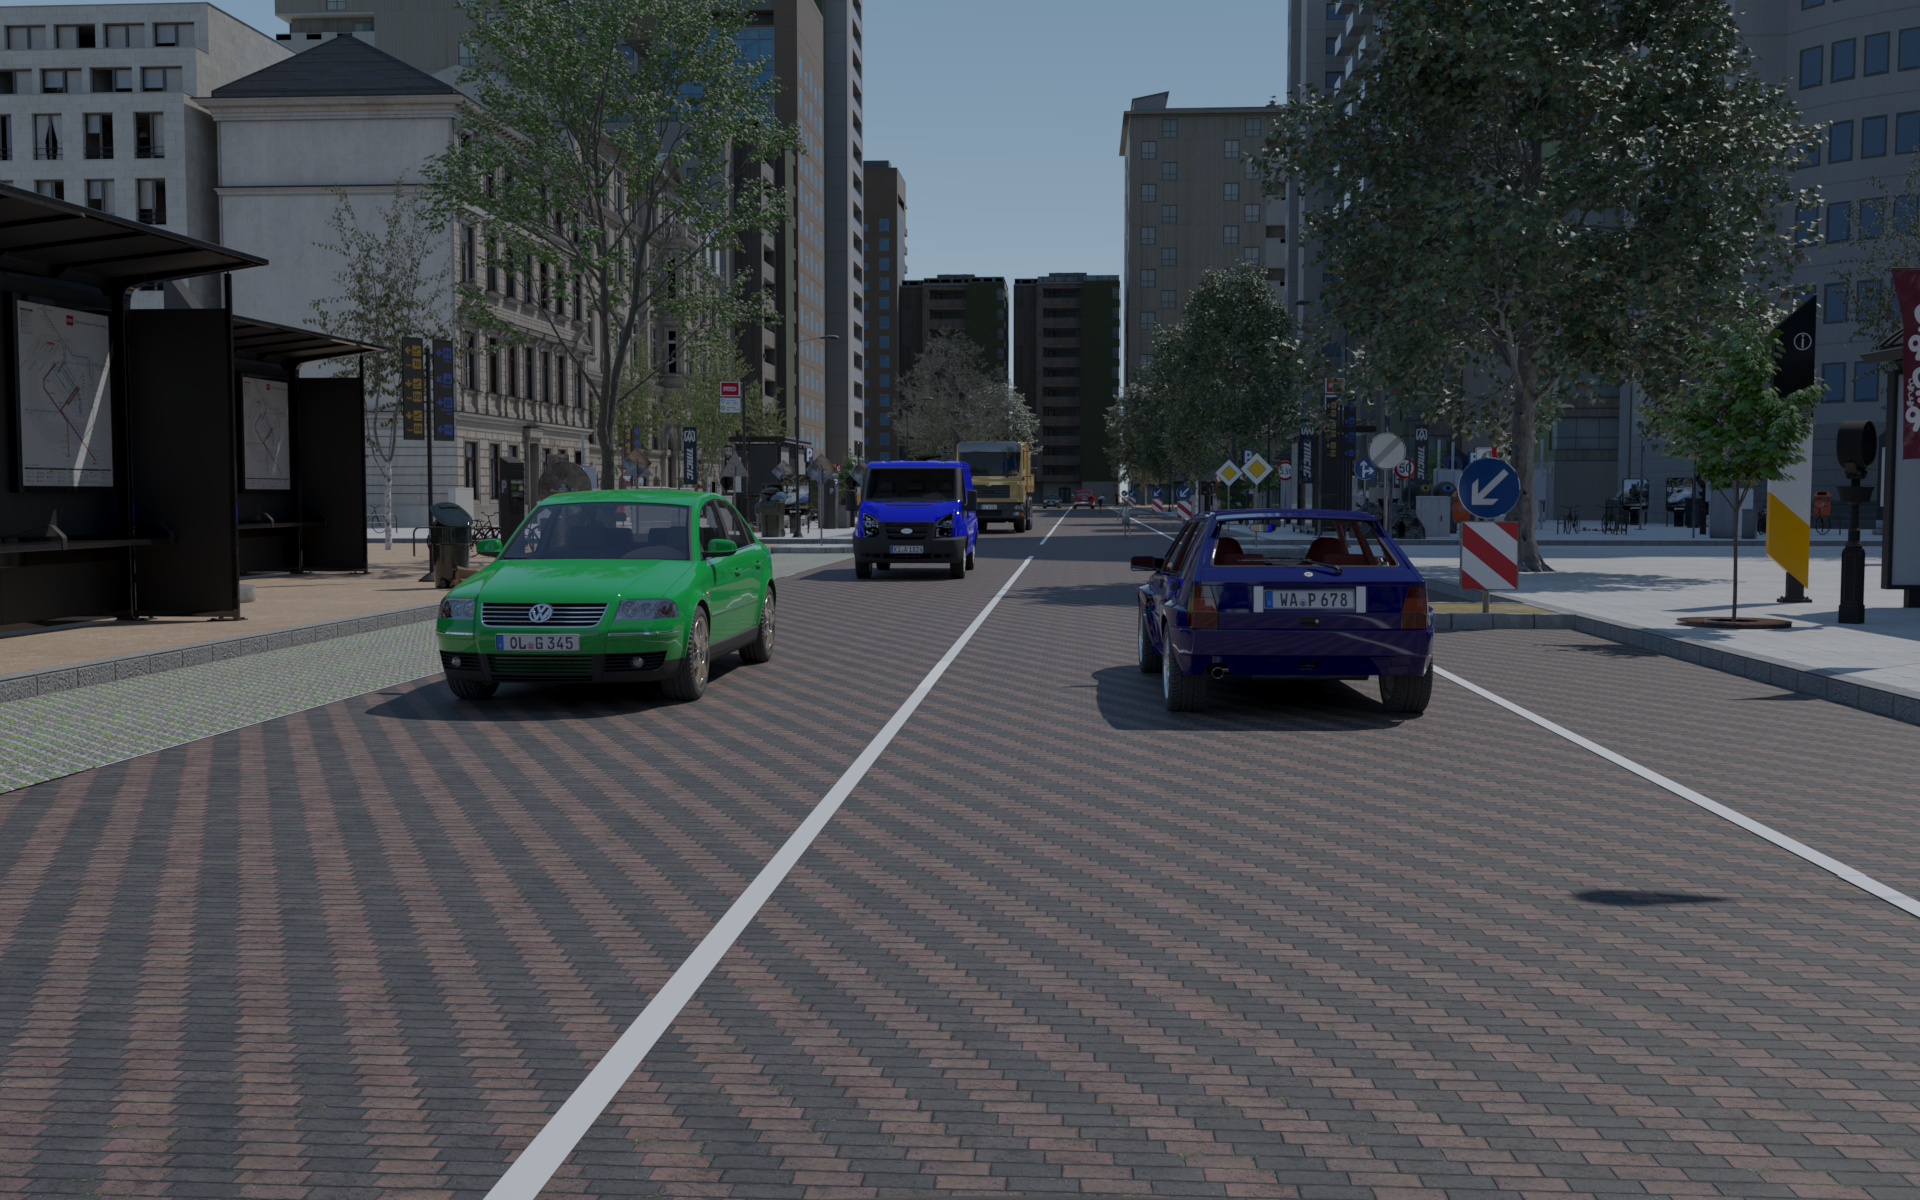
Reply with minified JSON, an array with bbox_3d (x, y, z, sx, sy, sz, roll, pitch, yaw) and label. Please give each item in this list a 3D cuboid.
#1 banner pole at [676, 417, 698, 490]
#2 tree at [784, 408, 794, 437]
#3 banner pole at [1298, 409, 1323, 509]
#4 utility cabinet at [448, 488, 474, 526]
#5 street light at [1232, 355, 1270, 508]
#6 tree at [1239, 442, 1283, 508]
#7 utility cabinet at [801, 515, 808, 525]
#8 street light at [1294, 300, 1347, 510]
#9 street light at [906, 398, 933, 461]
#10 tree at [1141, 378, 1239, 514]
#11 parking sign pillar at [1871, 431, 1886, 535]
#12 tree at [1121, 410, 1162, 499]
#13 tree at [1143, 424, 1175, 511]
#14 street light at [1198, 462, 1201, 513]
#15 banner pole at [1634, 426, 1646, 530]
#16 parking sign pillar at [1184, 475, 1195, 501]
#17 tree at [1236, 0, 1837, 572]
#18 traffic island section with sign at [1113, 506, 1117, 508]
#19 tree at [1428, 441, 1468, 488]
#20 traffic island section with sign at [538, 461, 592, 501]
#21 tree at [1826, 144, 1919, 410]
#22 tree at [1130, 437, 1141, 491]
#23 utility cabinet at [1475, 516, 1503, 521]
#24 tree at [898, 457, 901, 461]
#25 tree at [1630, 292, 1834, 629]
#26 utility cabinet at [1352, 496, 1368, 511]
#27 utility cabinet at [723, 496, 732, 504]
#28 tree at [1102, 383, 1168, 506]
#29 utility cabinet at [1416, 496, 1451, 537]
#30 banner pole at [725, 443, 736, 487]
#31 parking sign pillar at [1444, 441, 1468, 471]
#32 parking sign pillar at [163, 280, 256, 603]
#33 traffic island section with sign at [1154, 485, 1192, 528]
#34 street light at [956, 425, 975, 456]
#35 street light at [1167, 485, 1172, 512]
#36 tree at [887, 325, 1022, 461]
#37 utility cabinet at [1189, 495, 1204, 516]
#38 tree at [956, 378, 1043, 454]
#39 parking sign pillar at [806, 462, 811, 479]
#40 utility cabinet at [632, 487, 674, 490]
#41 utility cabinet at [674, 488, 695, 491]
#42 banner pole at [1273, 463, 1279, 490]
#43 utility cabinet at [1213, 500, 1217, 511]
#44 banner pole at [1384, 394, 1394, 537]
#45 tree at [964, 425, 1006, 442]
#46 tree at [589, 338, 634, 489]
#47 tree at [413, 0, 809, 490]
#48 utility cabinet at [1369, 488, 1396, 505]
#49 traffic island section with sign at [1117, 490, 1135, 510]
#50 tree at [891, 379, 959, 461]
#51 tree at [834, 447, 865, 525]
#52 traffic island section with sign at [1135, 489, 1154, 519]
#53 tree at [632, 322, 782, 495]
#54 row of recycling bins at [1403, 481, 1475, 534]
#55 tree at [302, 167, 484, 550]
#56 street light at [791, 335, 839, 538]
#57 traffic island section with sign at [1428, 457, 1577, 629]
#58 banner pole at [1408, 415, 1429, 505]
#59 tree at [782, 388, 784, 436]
[{"bbox_3d":[-8.955,-4.067,56.512,0.863,3.779,0.401,-2,4,-29],"label":"banner pole"},{"bbox_3d":[-12.590,-9.896,112.168,4.737,8.622,4.395,0,3,0],"label":"tree"},{"bbox_3d":[10.266,-3.696,50.453,0.863,3.779,0.401,0,4,-6],"label":"banner pole"},{"bbox_3d":[-17.517,-3.185,60.761,0.318,1.500,1.173,1,4,15],"label":"utility cabinet"},{"bbox_3d":[9.749,-5.211,57.748,1.470,5.913,1.316,0,4,4],"label":"street light"},{"bbox_3d":[11.098,-4.258,64.225,1.663,3.219,1.824,0,3,0],"label":"tree"},{"bbox_3d":[-6.726,-3.785,70.565,1.173,1.500,0.318,-3,5,-43],"label":"utility cabinet"},{"bbox_3d":[8.693,-4.221,41.550,1.470,5.913,1.316,0,4,4],"label":"street light"},{"bbox_3d":[-2.007,-6.787,83.511,1.470,5.913,1.316,0,4,4],"label":"street light"},{"bbox_3d":[13.440,-8.962,96.894,4.737,8.622,4.395,0,3,0],"label":"tree"},{"bbox_3d":[29.277,-4.005,53.957,1.447,3.967,1.447,-1,4,-19],"label":"parking sign pillar"},{"bbox_3d":[18.694,-14.021,163.654,7.601,10.594,8.767,0,4,-7],"label":"tree"},{"bbox_3d":[15.671,-10.949,129.379,4.360,8.622,3.978,0,3,0],"label":"tree"},{"bbox_3d":[12.143,-7.282,91.608,1.470,5.913,1.316,0,4,4],"label":"street light"},{"bbox_3d":[24.302,-4.383,61.683,0.401,3.779,0.863,1,4,14],"label":"banner pole"},{"bbox_3d":[16.034,-8.102,120.946,1.447,3.967,1.447,0,4,-8],"label":"parking sign pillar"},{"bbox_3d":[9.402,-6.814,28.417,9.611,12.733,9.660,0,3,0],"label":"tree"},{"bbox_3d":[16.878,-10.426,179.090,1.989,1.847,2.006,0,4,4],"label":"traffic island section with sign"},{"bbox_3d":[30.139,-7.549,107.135,4.285,4.588,4.351,0,3,0],"label":"tree"},{"bbox_3d":[-4.716,-0.706,20.170,1.989,1.847,2.006,0,4,4],"label":"traffic island section with sign"},{"bbox_3d":[20.740,-5.316,37.280,4.360,8.622,3.978,0,3,0],"label":"tree"},{"bbox_3d":[19.998,-14.331,184.666,4.737,8.622,4.395,0,3,0],"label":"tree"},{"bbox_3d":[15.349,-2.498,49.518,1.173,1.500,0.318,3,4,37],"label":"utility cabinet"},{"bbox_3d":[-3.033,-5.794,89.333,1.663,3.219,1.824,0,3,0],"label":"tree"},{"bbox_3d":[7.581,-1.351,16.693,1.663,3.219,1.824,0,3,0],"label":"tree"},{"bbox_3d":[15.124,-3.340,65.776,0.306,1.237,1.020,-1,4,-14],"label":"utility cabinet"},{"bbox_3d":[-8.195,-2.941,59.245,0.306,1.237,1.020,2,4,27],"label":"utility cabinet"},{"bbox_3d":[20.589,-17.521,193.126,9.857,13.997,8.962,0,3,0],"label":"tree"},{"bbox_3d":[14.183,-2.492,51.912,1.020,1.237,0.306,-1,4,-18],"label":"utility cabinet"},{"bbox_3d":[-10.193,-5.338,77.290,0.863,3.779,0.401,2,4,34],"label":"banner pole"},{"bbox_3d":[24.949,-6.030,87.062,1.447,3.967,1.447,-3,5,-42],"label":"parking sign pillar"},{"bbox_3d":[-9.127,-1.953,20.411,1.447,3.967,1.447,3,5,42],"label":"parking sign pillar"},{"bbox_3d":[9.509,-4.035,74.606,1.989,1.847,2.006,0,4,4],"label":"traffic island section with sign"},{"bbox_3d":[0.287,-8.786,116.191,1.470,5.913,1.316,0,4,4],"label":"street light"},{"bbox_3d":[14.506,-9.281,124.283,1.470,5.913,1.316,0,4,4],"label":"street light"},{"bbox_3d":[-0.297,-13.133,125.099,12.009,13.543,11.850,0,3,0],"label":"tree"},{"bbox_3d":[13.867,-5.517,101.366,0.306,1.237,1.020,-2,4,-35],"label":"utility cabinet"},{"bbox_3d":[4.203,-17.273,189.066,9.857,13.997,8.962,0,3,0],"label":"tree"},{"bbox_3d":[-8.532,-6.312,91.667,1.447,3.967,1.447,2,4,26],"label":"parking sign pillar"},{"bbox_3d":[-9.226,-2.639,51.824,1.173,1.500,0.318,-3,5,-44],"label":"utility cabinet"},{"bbox_3d":[-10.256,-3.333,63.178,1.173,1.500,0.318,2,4,25],"label":"utility cabinet"},{"bbox_3d":[22.704,-8.157,123.382,0.863,3.779,0.401,2,4,25],"label":"banner pole"},{"bbox_3d":[14.958,-5.360,98.794,1.020,1.237,0.306,-1,4,-9],"label":"utility cabinet"},{"bbox_3d":[9.555,-2.972,38.617,0.401,3.779,0.863,2,4,29],"label":"banner pole"},{"bbox_3d":[2.495,-13.388,169.259,4.737,8.622,4.395,0,3,0],"label":"tree"},{"bbox_3d":[-14.755,-7.783,77.614,4.737,8.622,4.395,0,3,0],"label":"tree"},{"bbox_3d":[-6.548,-6.512,32.223,9.928,11.665,9.643,0,3,0],"label":"tree"},{"bbox_3d":[14.310,-3.061,58.723,0.318,1.500,1.173,-1,4,-19],"label":"utility cabinet"},{"bbox_3d":[14.941,-8.743,151.571,1.989,1.847,2.006,0,4,4],"label":"traffic island section with sign"},{"bbox_3d":[-2.004,-9.775,110.189,4.360,8.622,3.978,0,3,0],"label":"tree"},{"bbox_3d":[-4.627,-4.731,71.949,1.663,3.219,1.824,0,3,0],"label":"tree"},{"bbox_3d":[11.413,-5.680,101.494,1.989,1.847,2.006,0,4,4],"label":"traffic island section with sign"},{"bbox_3d":[-10.506,-7.468,72.462,4.737,8.622,4.395,0,3,0],"label":"tree"},{"bbox_3d":[16.186,-3.006,56.266,3.534,1.692,1.069,0,4,2],"label":"row of recycling bins"},{"bbox_3d":[-13.136,-5.472,39.835,4.360,8.622,3.978,0,3,0],"label":"tree"},{"bbox_3d":[-4.243,-4.788,50.827,1.470,5.913,1.316,0,4,4],"label":"street light"},{"bbox_3d":[5.622,-0.657,19.367,1.989,1.847,2.006,0,4,4],"label":"traffic island section with sign"},{"bbox_3d":[14.459,-3.967,54.871,0.863,3.779,0.401,-1,4,-9],"label":"banner pole"},{"bbox_3d":[-11.999,-8.225,84.837,4.737,8.622,4.395,0,3,0],"label":"tree"}]
